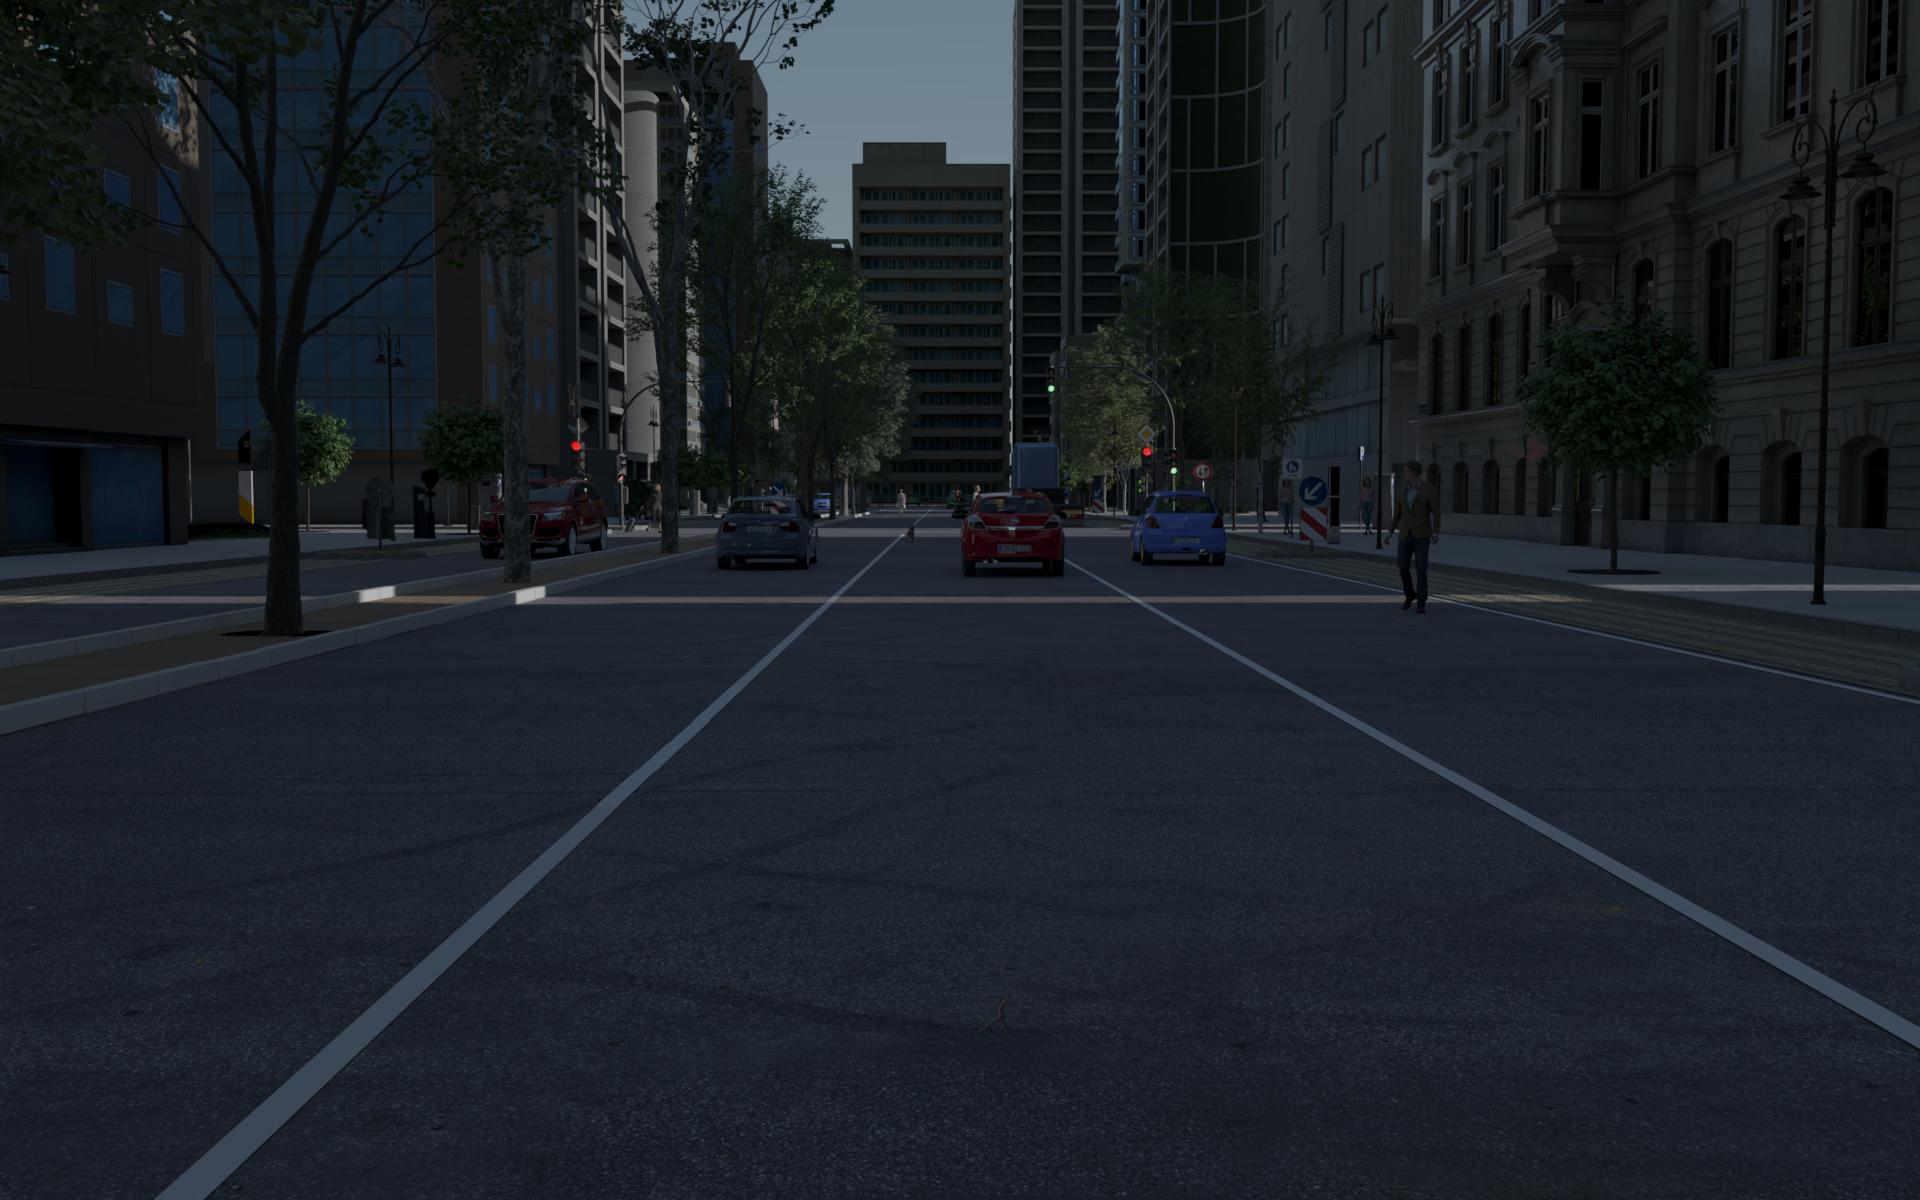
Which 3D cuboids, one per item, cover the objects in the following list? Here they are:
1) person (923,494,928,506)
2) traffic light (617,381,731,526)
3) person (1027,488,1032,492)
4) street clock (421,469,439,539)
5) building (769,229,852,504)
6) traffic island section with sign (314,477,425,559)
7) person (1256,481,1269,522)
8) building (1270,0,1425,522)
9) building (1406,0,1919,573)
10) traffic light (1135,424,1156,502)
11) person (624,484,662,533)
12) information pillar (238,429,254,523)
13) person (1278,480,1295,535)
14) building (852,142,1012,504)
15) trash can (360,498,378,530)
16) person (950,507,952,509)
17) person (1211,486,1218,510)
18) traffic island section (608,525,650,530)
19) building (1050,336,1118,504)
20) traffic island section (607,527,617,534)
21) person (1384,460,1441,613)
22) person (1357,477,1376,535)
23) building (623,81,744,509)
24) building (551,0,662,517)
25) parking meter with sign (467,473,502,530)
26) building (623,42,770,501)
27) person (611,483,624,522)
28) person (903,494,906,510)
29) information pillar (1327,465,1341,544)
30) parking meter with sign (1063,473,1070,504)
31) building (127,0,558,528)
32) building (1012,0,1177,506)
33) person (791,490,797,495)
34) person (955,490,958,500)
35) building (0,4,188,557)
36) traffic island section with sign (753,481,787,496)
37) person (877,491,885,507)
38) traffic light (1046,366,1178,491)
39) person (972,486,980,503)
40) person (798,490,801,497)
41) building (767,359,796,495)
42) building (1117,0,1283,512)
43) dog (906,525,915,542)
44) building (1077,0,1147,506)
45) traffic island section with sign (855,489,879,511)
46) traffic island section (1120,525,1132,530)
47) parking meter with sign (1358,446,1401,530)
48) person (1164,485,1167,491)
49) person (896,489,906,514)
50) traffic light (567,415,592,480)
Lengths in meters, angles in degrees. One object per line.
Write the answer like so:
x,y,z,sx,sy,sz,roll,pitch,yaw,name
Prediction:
-4.141,-12.015,208.182,0.697,1.427,0.421,-1,4,-12,person
-11.499,-5.803,69.540,4.771,5.953,1.251,0,4,0,traffic light
2.944,-3.894,73.163,0.522,1.701,0.512,-2,4,-35,person
-15.107,-2.742,49.409,0.358,2.002,0.471,3,5,43,street clock
-26.710,-33.931,246.659,23.993,40.220,32.217,0,4,0,building
-13.076,-1.836,38.640,1.989,1.847,2.006,0,4,0,traffic island section with sign
13.952,-4.567,80.078,0.474,1.900,0.648,-2,4,-28,person
30.820,-30.328,85.102,27.495,52.752,28.713,0,4,0,building
20.642,-13.578,41.080,14.460,24.649,34.723,0,4,0,building
7.470,-4.938,69.658,0.839,4.253,0.868,0,4,0,traffic light
-11.553,-3.370,63.814,1.509,1.804,0.699,0,4,8,person
-25.607,-4.328,62.113,0.504,3.616,0.183,0,4,3,information pillar
10.162,-2.933,54.013,0.555,1.821,0.388,-1,4,-15,person
-3.876,-37.777,241.362,21.600,48.544,21.300,0,4,0,building
-21.006,-3.065,61.763,0.748,1.137,0.748,0,3,0,trash can
-0.789,-9.722,170.681,0.697,1.427,0.421,0,4,7,person
13.768,-5.363,93.913,0.537,1.800,0.526,-3,5,-45,person
-13.630,-2.896,69.624,2.009,0.180,2.903,0,4,0,traffic island section
25.230,-21.937,203.708,27.650,21.520,28.899,0,4,0,building
-13.572,-2.407,61.639,2.009,0.180,2.903,0,4,0,traffic island section
5.508,-0.775,21.087,0.656,1.842,0.836,1,4,11,person
12.665,-2.930,53.952,0.555,1.821,0.388,0,4,7,person
-36.302,-28.430,156.709,32.217,40.220,23.993,0,4,0,building
-29.091,-40.692,103.565,20.563,71.187,20.611,0,4,0,building
-16.793,-4.017,61.942,1.738,3.016,0.543,1,4,10,parking meter with sign
-27.062,-32.177,176.197,14.600,45.320,14.200,0,4,0,building
-15.488,-4.408,78.460,0.444,1.785,0.601,-3,5,-45,person
-5.067,-8.855,156.505,0.599,1.433,0.991,1,4,19,person
9.565,-2.434,44.294,0.304,2.012,0.304,0,4,4,information pillar
8.653,-8.779,139.797,0.543,3.016,1.738,0,4,1,parking meter with sign
-26.778,-26.166,77.921,14.600,45.320,14.200,0,4,0,building
17.816,-49.035,239.967,20.611,71.187,20.563,0,4,0,building
-18.367,-11.313,191.730,1.217,1.743,0.721,2,4,30,person
-0.234,-8.798,152.285,0.705,1.831,1.348,0,4,-7,person
-26.168,-23.603,36.015,14.600,45.320,14.200,0,4,0,building
-7.203,-3.743,69.327,2.006,1.907,1.989,0,4,0,traffic island section with sign
-8.843,-11.322,194.172,0.990,1.755,0.434,-2,4,-31,person
5.437,-5.312,61.517,4.771,5.953,1.251,0,4,0,traffic light
0.683,-3.817,71.255,0.624,1.780,0.694,3,5,40,person
-20.144,-13.029,218.997,1.348,1.831,0.705,2,4,28,person
-35.043,-21.936,203.684,28.899,21.520,27.650,0,4,0,building
23.489,-42.510,133.288,20.563,71.187,20.611,0,4,0,building
-1.461,-1.973,51.554,0.540,0.507,0.406,3,4,37,dog
24.109,-52.520,171.367,22.319,86.520,31.000,0,4,0,building
-7.760,-8.338,144.463,2.006,1.907,1.989,0,4,0,traffic island section with sign
7.510,-2.905,69.773,2.009,0.180,2.903,0,4,0,traffic island section
15.220,-4.036,62.252,1.738,3.016,0.543,2,4,28,parking meter with sign
12.475,-5.984,104.084,0.606,1.804,0.583,-3,5,-41,person
-4.212,-6.943,122.375,0.694,1.780,0.624,1,4,13,person
-13.532,-4.439,61.505,0.839,4.253,0.868,0,4,0,traffic light
